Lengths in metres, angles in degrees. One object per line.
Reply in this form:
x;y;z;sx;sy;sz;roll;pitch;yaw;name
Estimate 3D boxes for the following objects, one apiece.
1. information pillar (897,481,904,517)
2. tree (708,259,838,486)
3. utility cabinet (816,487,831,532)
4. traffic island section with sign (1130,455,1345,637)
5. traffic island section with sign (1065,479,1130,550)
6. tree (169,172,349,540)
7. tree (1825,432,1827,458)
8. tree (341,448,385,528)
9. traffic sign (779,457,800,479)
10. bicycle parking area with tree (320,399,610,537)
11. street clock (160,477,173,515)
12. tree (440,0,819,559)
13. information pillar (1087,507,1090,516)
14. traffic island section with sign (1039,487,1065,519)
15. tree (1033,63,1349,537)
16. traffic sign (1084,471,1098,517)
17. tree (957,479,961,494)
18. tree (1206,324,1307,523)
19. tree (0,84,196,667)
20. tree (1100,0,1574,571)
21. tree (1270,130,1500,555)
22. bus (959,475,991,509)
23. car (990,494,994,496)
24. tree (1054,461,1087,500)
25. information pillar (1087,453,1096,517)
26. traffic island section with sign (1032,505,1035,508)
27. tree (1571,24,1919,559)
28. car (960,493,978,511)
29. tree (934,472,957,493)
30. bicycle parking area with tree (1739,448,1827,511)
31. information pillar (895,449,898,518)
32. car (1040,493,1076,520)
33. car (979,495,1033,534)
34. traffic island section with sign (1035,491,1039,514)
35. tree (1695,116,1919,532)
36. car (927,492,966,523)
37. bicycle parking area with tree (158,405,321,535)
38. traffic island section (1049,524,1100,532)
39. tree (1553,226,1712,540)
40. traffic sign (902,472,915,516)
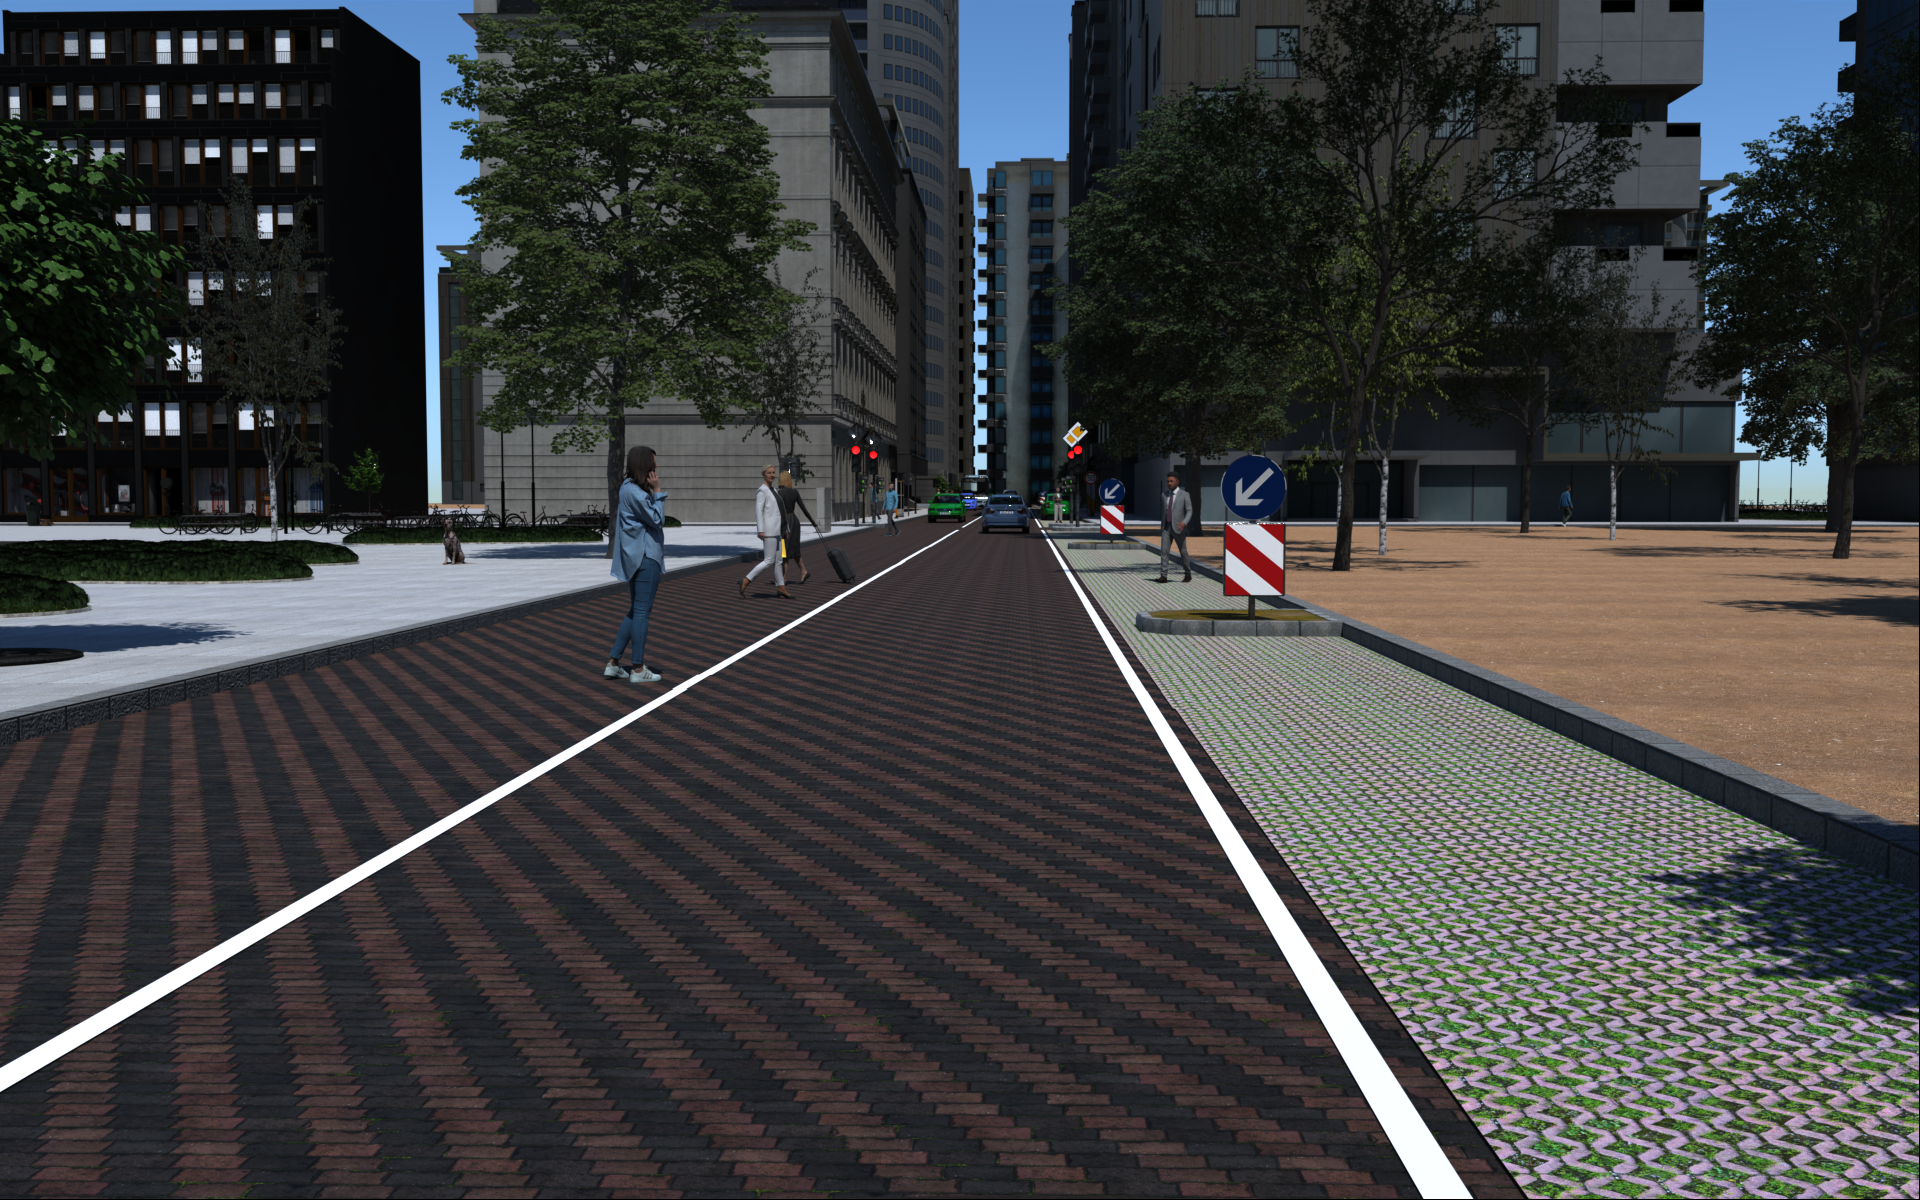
-3.314;-5.608;96.178;0.304;2.012;0.304;2;4;28;information pillar
-5.563;-6.283;53.093;4.360;8.622;3.978;0;3;0;tree
-4.569;-3.009;57.869;0.318;1.500;1.173;0;4;6;utility cabinet
2.883;-0.589;18.251;1.989;1.847;2.006;0;4;2;traffic island section with sign
3.822;-2.238;45.217;1.989;1.847;2.006;0;4;2;traffic island section with sign
-15.921;-5.471;39.814;4.360;8.622;3.978;0;3;0;tree
64.425;-9.395;116.510;11.467;7.101;20.602;0;4;0;tree
-22.453;-4.369;66.037;1.663;3.219;1.824;0;3;0;tree
-4.763;-2.833;48.445;0.606;2.300;0.079;1;4;10;traffic sign
-13.818;-4.146;54.784;9.016;4.147;8.231;1;4;9;bicycle parking area with tree
-34.664;-4.351;75.711;0.471;2.002;0.358;0;4;-7;street clock
-6.456;-7.101;34.231;7.486;12.596;7.792;0;3;0;tree
7.623;-5.909;101.111;0.304;2.012;0.304;-2;4;-25;information pillar
5.731;-5.580;99.865;1.989;1.847;2.006;0;4;2;traffic island section with sign
6.960;-8.909;52.324;9.857;13.997;8.962;0;3;0;tree
7.283;-5.888;96.368;0.768;2.556;0.104;0;4;3;traffic sign
0.072;-12.813;204.090;1.663;3.219;1.824;0;3;0;tree
10.385;-6.791;61.389;4.360;8.622;3.978;0;3;0;tree
-7.654;-1.804;13.213;4.285;4.588;4.351;0;3;0;tree
6.456;-5.746;28.365;8.767;10.594;7.601;-1;4;-15;tree
9.018;-5.253;36.256;4.737;8.622;4.395;0;3;0;tree
1.479;-10.295;163.182;2.948;3.499;13.247;0;4;1;bus
3.787;-13.211;224.802;1.959;1.807;4.718;0;4;3;car
9.431;-9.899;145.569;4.285;4.588;4.351;0;3;0;tree
7.468;-6.556;98.547;0.504;3.616;0.183;-1;4;-13;information pillar
8.448;-10.332;177.562;1.989;1.847;2.006;0;4;2;traffic island section with sign
17.738;-6.083;33.866;8.767;10.594;7.601;-3;5;-42;tree
0.595;-8.525;148.970;1.945;1.707;3.694;0;4;2;car
-1.627;-9.427;148.727;1.663;3.219;1.824;0;3;0;tree
51.248;-7.483;109.347;9.016;4.147;8.231;1;4;17;bicycle parking area with tree
-3.340;-6.099;91.077;0.183;3.616;0.504;0;4;2;information pillar
5.361;-5.261;94.814;1.959;1.807;4.718;0;4;0;car
1.690;-3.184;64.061;2.014;1.417;4.499;0;4;1;car
6.672;-7.228;126.804;1.989;1.847;2.006;0;4;2;traffic island section with sign
29.550;-9.245;57.807;9.857;13.997;8.962;0;3;0;tree
-0.648;-4.820;87.610;1.959;1.807;4.718;0;4;3;car
-22.728;-4.353;58.175;9.016;4.147;8.231;0;4;-5;bicycle parking area with tree
4.586;-2.754;67.301;2.009;0.180;2.903;0;4;2;traffic island section
18.115;-5.943;47.527;4.360;8.622;3.978;0;3;0;tree
-2.987;-6.134;100.402;0.768;2.556;0.104;0;4;3;traffic sign
